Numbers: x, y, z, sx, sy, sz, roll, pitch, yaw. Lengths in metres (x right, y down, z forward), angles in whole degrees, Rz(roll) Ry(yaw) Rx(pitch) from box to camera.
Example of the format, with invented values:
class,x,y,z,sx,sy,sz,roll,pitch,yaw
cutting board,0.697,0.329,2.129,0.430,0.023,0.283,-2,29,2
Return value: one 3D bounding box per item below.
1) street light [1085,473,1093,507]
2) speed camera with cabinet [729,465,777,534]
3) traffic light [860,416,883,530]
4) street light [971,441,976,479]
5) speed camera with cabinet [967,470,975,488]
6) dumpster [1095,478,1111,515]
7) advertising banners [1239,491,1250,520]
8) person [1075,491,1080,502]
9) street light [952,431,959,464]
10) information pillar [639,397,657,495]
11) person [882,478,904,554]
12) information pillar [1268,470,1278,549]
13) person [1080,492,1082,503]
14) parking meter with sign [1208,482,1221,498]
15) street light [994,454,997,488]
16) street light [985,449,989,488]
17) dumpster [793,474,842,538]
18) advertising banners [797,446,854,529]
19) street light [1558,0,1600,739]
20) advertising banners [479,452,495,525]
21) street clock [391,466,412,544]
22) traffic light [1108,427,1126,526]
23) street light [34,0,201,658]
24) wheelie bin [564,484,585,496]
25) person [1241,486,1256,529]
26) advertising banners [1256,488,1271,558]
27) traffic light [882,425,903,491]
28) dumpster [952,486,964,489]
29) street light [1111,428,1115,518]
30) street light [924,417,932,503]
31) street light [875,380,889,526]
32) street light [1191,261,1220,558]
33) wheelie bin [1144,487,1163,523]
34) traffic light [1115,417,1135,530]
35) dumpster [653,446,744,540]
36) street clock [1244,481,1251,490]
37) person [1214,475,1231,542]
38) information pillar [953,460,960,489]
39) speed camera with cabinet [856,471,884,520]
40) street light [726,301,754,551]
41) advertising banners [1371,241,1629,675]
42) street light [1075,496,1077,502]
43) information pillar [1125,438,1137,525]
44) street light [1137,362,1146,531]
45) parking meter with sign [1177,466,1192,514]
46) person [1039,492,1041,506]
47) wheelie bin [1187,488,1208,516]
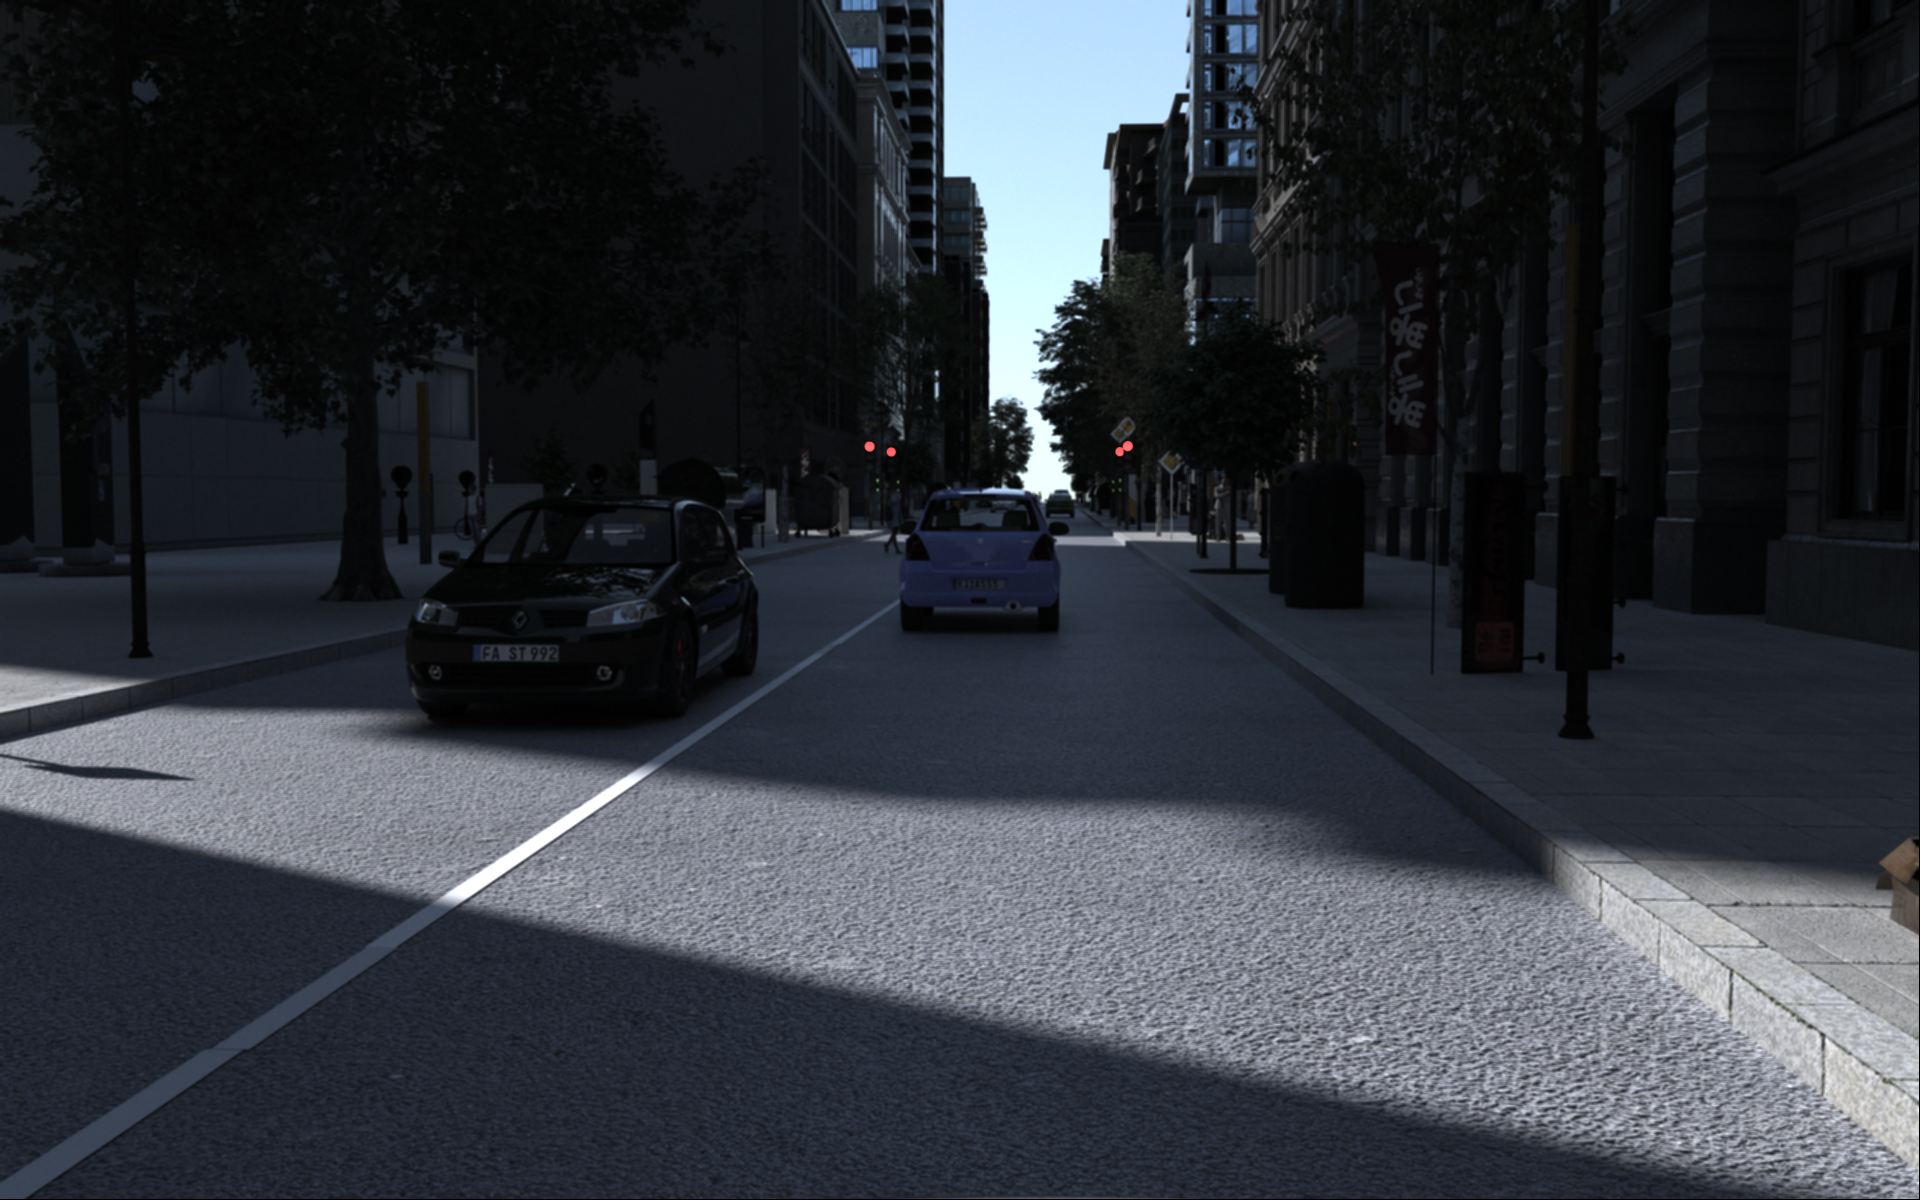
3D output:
class,x,y,z,sx,sy,sz,roll,pitch,yaw
street light,12.576,-12.031,169.490,0.468,5.910,1.993,0,4,3
speed camera with cabinet,-6.783,-3.753,55.704,0.660,3.252,2.038,2,4,35
traffic light,-3.197,-4.487,62.277,0.839,4.253,0.868,0,4,3
street light,1.128,-10.679,147.383,0.468,5.910,1.993,0,4,3
speed camera with cabinet,1.074,-9.043,142.196,0.660,3.252,2.038,-1,4,-12
dumpster,9.069,-6.375,106.717,1.502,2.255,1.985,0,4,3
advertising banners,14.788,-5.482,85.811,2.074,3.025,0.090,-1,4,-21
person,19.172,-16.922,282.687,0.705,1.831,1.348,3,5,41
street light,-0.345,-9.080,121.238,0.468,5.910,1.993,0,4,3
information pillar,-7.532,-3.091,41.893,0.504,3.616,0.183,2,4,34
person,-1.643,-2.019,41.610,0.616,1.811,0.778,-3,4,-38
information pillar,7.152,-2.115,39.067,0.304,2.012,0.304,0,4,-6
person,17.131,-14.525,244.078,0.434,1.755,0.990,1,4,8
parking meter with sign,15.942,-6.867,108.543,1.738,3.016,0.543,-1,4,-20
street light,4.062,-13.789,198.242,0.468,5.910,1.993,0,4,3
street light,2.723,-12.238,172.877,0.468,5.910,1.993,0,4,3
dumpster,-4.238,-2.795,51.459,1.264,1.857,1.865,0,4,3
advertising banners,-4.905,-4.101,63.235,2.074,3.025,0.090,-1,4,-14
street light,3.252,-2.212,8.962,0.468,5.910,1.993,0,4,3
advertising banners,-19.858,-4.608,71.524,0.090,3.025,2.074,2,4,25
street clock,-14.285,-2.433,44.355,0.471,2.002,0.358,-3,5,-42
traffic light,6.407,-4.943,69.742,0.839,4.253,0.868,0,4,3
street light,-6.444,-2.486,13.442,0.468,5.910,1.993,0,4,3
wheelie bin,-11.661,-2.716,52.321,0.693,1.594,0.980,-2,4,-24
person,11.154,-3.534,66.858,0.524,1.755,0.480,-1,4,-21
advertising banners,6.421,-2.401,35.439,0.090,3.025,2.074,2,4,24
traffic light,-2.740,-4.974,70.249,0.839,4.253,0.868,0,4,3
dumpster,-0.079,-7.442,127.434,1.264,1.857,1.865,0,4,3
street light,8.273,-7.351,92.983,0.468,5.910,1.993,0,4,3
street light,-1.751,-7.528,95.878,0.468,5.910,1.993,0,4,3
street light,-3.178,-5.977,70.518,0.468,5.910,1.993,0,4,3
street light,4.895,-3.780,34.583,0.468,5.910,1.993,0,4,3
wheelie bin,8.697,-4.274,77.794,0.693,1.594,0.980,-3,5,-43
traffic light,5.950,-4.456,61.770,0.839,4.253,0.868,0,4,3
dumpster,-5.280,-1.984,34.932,1.502,2.255,1.985,0,4,3
street clock,15.731,-5.523,94.865,0.358,2.002,0.471,-1,4,-11
person,7.116,-2.475,46.684,0.511,1.800,0.466,-1,4,-13
information pillar,-0.205,-7.826,119.301,0.504,3.616,0.183,-1,4,-16
speed camera with cabinet,-4.243,-5.552,85.105,0.660,3.252,2.038,3,4,37
street light,-5.016,-4.062,39.204,0.468,5.910,1.993,0,4,3
advertising banners,3.844,-0.987,12.331,2.074,3.025,0.090,-1,4,-15
street light,17.356,-17.140,253.032,0.468,5.910,1.993,0,4,3
information pillar,7.196,-4.984,72.847,0.504,3.616,0.183,-1,4,-19
street light,6.275,-5.363,60.466,0.468,5.910,1.993,0,4,3
parking meter with sign,13.851,-6.801,107.460,0.543,3.016,1.738,-1,4,-8
person,10.065,-12.634,215.887,0.721,1.723,1.217,0,4,0
wheelie bin,13.051,-5.286,94.334,0.693,1.594,0.980,-1,4,-21
